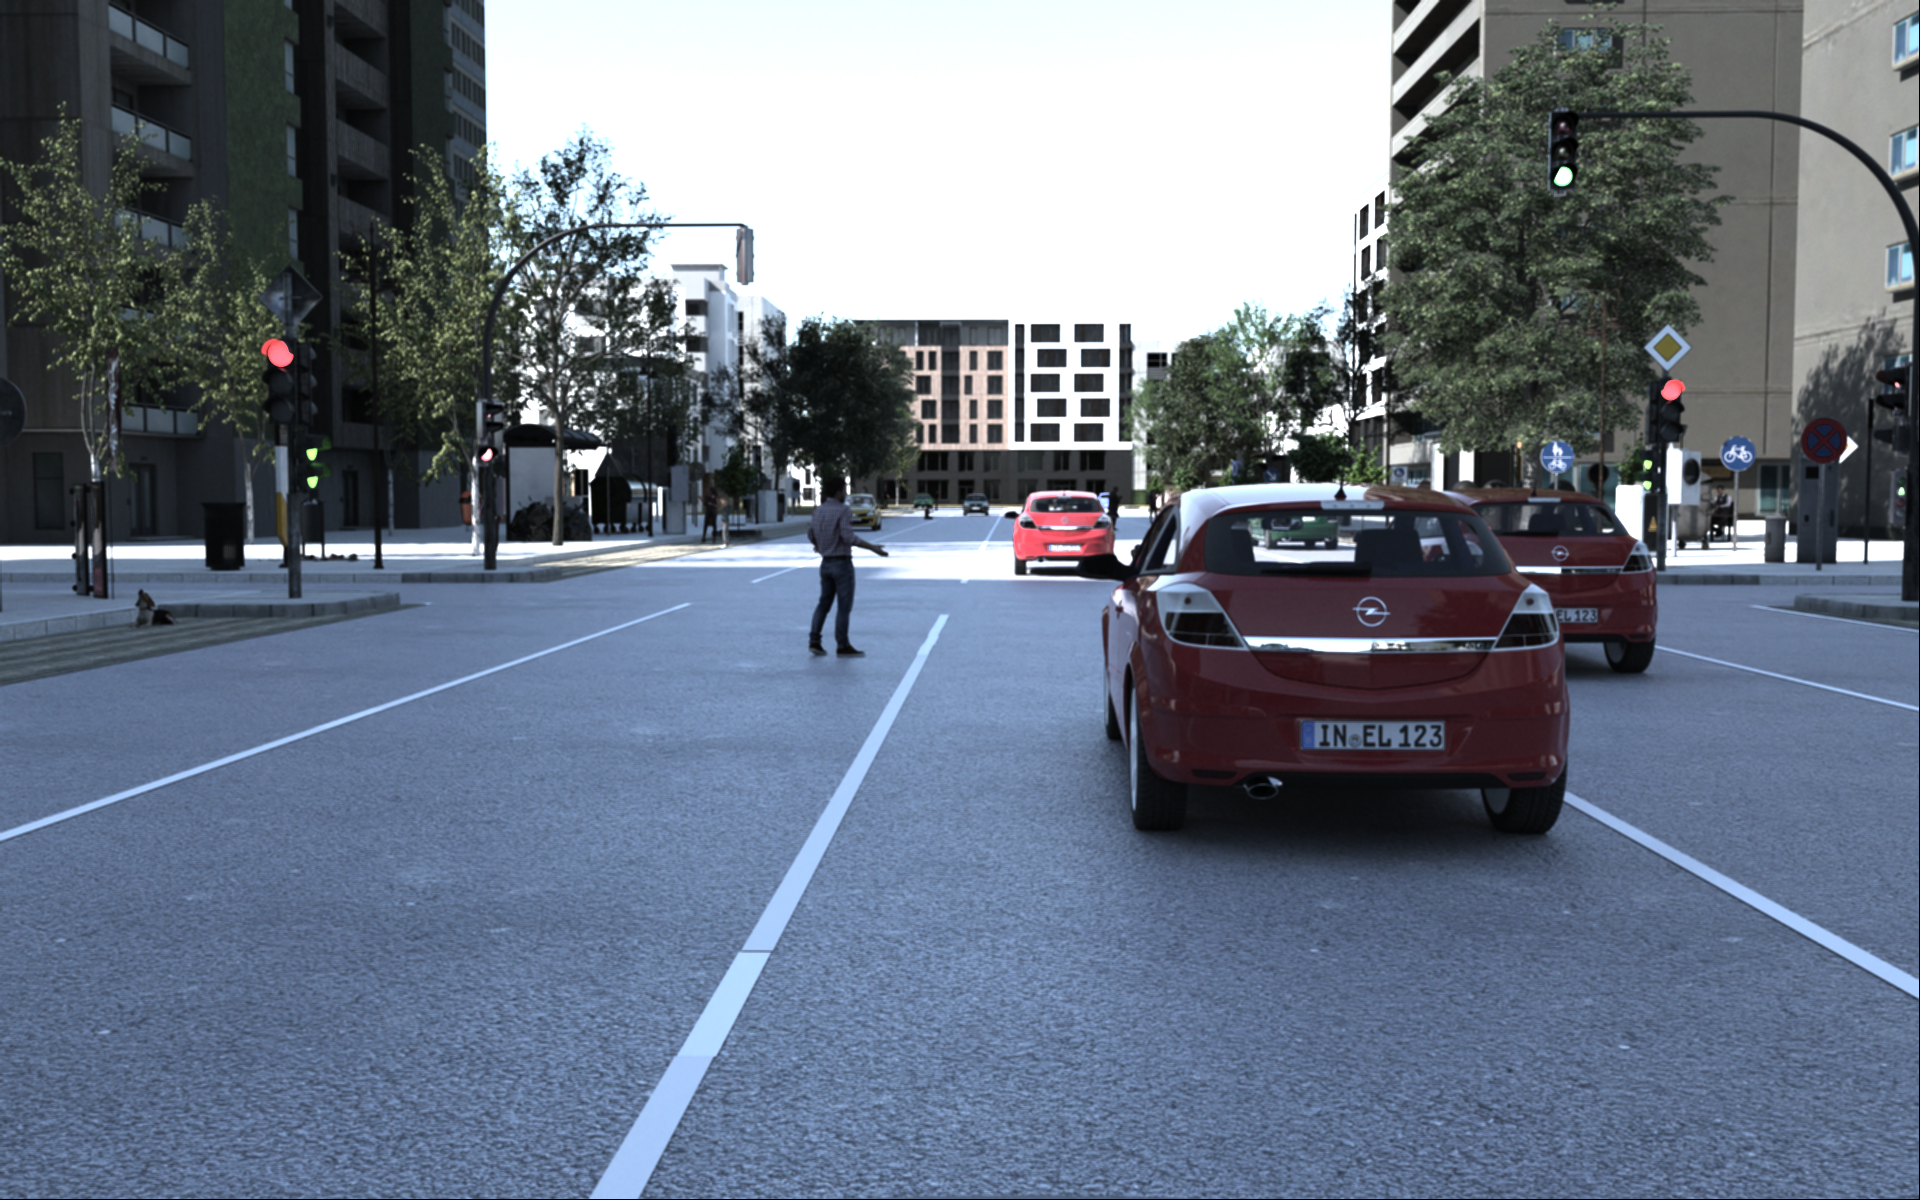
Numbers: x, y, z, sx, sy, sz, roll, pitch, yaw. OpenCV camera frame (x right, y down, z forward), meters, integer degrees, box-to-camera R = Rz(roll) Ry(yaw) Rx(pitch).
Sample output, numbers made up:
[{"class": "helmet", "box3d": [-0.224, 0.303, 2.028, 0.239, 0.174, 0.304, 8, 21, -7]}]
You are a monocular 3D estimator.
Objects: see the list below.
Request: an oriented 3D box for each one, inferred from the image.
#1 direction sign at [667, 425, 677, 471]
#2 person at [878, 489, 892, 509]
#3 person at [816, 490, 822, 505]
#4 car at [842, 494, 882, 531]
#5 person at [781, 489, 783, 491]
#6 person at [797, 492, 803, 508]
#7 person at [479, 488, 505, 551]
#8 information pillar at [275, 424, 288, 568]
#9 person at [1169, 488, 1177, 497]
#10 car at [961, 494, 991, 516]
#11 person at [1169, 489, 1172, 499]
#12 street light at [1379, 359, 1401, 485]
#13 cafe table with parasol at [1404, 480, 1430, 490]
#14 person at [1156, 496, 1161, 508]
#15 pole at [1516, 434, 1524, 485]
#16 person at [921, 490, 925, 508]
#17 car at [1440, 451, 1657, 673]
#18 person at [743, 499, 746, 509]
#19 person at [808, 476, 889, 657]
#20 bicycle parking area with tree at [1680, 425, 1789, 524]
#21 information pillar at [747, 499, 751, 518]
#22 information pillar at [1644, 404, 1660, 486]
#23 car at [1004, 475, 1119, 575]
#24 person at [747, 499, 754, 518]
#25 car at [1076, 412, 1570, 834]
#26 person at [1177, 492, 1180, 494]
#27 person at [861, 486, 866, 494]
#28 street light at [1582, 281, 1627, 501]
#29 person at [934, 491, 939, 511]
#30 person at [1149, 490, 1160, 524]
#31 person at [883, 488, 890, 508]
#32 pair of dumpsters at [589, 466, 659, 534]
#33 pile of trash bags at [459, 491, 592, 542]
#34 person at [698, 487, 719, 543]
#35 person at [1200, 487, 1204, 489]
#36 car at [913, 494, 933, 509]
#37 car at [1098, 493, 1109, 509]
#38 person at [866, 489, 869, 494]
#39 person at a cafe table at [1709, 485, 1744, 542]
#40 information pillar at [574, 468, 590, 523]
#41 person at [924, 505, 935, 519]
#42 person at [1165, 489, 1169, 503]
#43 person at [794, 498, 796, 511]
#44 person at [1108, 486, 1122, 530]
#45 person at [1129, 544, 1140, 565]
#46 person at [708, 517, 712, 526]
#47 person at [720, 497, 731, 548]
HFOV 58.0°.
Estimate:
[{"class": "direction sign", "box3d": [-9.497, -3.984, 57.133, 0.379, 3.537, 0.876, -2, 4, -28]}, {"class": "person", "box3d": [-6.382, -8.652, 148.026, 1.217, 1.766, 0.721, -1, 4, -10]}, {"class": "person", "box3d": [-12.005, -8.856, 150.847, 1.348, 1.824, 0.705, 1, 4, 20]}, {"class": "car", "box3d": [-4.047, -3.566, 68.528, 2.015, 1.641, 3.980, 0, 4, 1]}, {"class": "person", "box3d": [-15.192, -8.613, 147.545, 1.217, 1.739, 0.721, 2, 4, 25]}, {"class": "person", "box3d": [-14.715, -9.296, 158.031, 0.705, 1.824, 1.348, 2, 4, 35]}, {"class": "person", "box3d": [-10.566, -1.841, 38.844, 0.574, 1.496, 0.600, 2, 4, 29]}, {"class": "information pillar", "box3d": [-11.762, -2.371, 30.118, 0.183, 3.616, 0.504, 0, 4, 0]}, {"class": "person", "box3d": [19.743, -9.388, 159.554, 1.348, 1.823, 0.705, -2, 4, -30]}, {"class": "car", "box3d": [1.086, -6.550, 116.874, 2.009, 1.686, 4.222, 0, 4, 1]}, {"class": "person", "box3d": [21.218, -10.318, 174.739, 0.705, 1.824, 1.348, 2, 4, 29]}, {"class": "street light", "box3d": [14.693, -5.296, 59.382, 0.468, 5.910, 1.993, 0, 4, 2]}, {"class": "cafe table with parasol", "box3d": [21.924, -4.719, 82.024, 2.610, 1.966, 2.610, 3, 5, 40]}, {"class": "person", "box3d": [17.897, -9.097, 155.454, 0.551, 1.740, 0.621, -2, 4, -33]}, {"class": "pole", "box3d": [18.496, -3.877, 57.237, 0.158, 3.312, 0.155, 0, 3, 0]}, {"class": "person", "box3d": [-3.839, -10.455, 179.532, 0.705, 1.812, 1.348, 0, 4, 2]}, {"class": "car", "box3d": [4.672, -0.389, 15.401, 2.155, 1.783, 4.494, 0, 4, 2]}, {"class": "person", "box3d": [-18.252, -8.596, 146.592, 0.705, 1.823, 1.348, 2, 4, 34]}, {"class": "person", "box3d": [-1.077, -0.296, 15.305, 0.963, 1.587, 0.435, 3, 5, 39]}, {"class": "bicycle parking area with tree", "box3d": [32.189, -5.108, 70.520, 9.016, 4.147, 8.231, -3, 5, -44]}, {"class": "information pillar", "box3d": [-11.504, -5.519, 94.734, 0.304, 2.012, 0.304, 1, 4, 20]}, {"class": "information pillar", "box3d": [15.583, -2.914, 39.002, 0.183, 3.616, 0.504, -1, 4, -9]}, {"class": "car", "box3d": [1.896, -1.409, 32.075, 2.155, 1.783, 4.494, 0, 4, 2]}, {"class": "person", "box3d": [-11.159, -5.155, 91.803, 0.593, 1.643, 0.415, 0, 4, 1]}, {"class": "car", "box3d": [1.681, 0.014, 8.820, 2.155, 1.783, 4.494, 0, 4, 2]}, {"class": "person", "box3d": [17.406, -7.820, 137.117, 0.599, 1.433, 0.991, 0, 4, -2]}, {"class": "person", "box3d": [-6.854, -7.355, 126.169, 0.599, 1.838, 0.709, -2, 4, -33]}, {"class": "street light", "box3d": [14.015, -3.975, 37.776, 0.468, 5.910, 1.993, 0, 4, 2]}, {"class": "person", "box3d": [-1.877, -8.337, 145.626, 0.721, 1.723, 1.217, 0, 4, 3]}, {"class": "person", "box3d": [9.443, -4.528, 84.005, 0.593, 1.643, 0.415, 1, 4, 19]}, {"class": "person", "box3d": [-6.810, -9.338, 158.736, 0.705, 1.822, 1.348, -2, 4, -26]}, {"class": "pair of dumpsters", "box3d": [-11.221, -3.373, 57.637, 1.574, 2.255, 4.437, 0, 4, 2]}, {"class": "pile of trash bags", "box3d": [-11.798, -2.275, 46.947, 3.447, 1.369, 1.912, -2, 4, -24]}, {"class": "person", "box3d": [-7.296, -2.467, 50.307, 0.593, 1.643, 0.415, -1, 4, -20]}, {"class": "person", "box3d": [19.306, -8.094, 138.015, 1.348, 1.869, 0.705, -2, 4, -27]}, {"class": "car", "box3d": [-3.599, -9.909, 170.803, 1.959, 1.807, 4.718, 0, 4, 0]}, {"class": "car", "box3d": [12.525, -8.477, 148.194, 1.945, 1.707, 3.694, 0, 4, 3]}, {"class": "person", "box3d": [-8.206, -8.951, 153.074, 1.217, 1.739, 0.721, 3, 4, 38]}, {"class": "person at a cafe table", "box3d": [20.476, -2.364, 47.160, 1.622, 1.524, 1.698, -2, 4, -31]}, {"class": "information pillar", "box3d": [-10.877, -2.773, 49.829, 0.304, 2.012, 0.304, 2, 4, 32]}, {"class": "person", "box3d": [-1.741, -5.000, 98.530, 0.655, 0.850, 0.859, 1, 4, 18]}, {"class": "person", "box3d": [20.323, -10.004, 170.268, 0.621, 1.740, 0.551, 1, 4, 11]}, {"class": "person", "box3d": [-12.579, -7.652, 131.865, 0.721, 1.735, 1.217, -1, 4, -16]}, {"class": "person", "box3d": [6.152, -3.638, 68.660, 0.600, 1.739, 0.565, -3, 5, -43]}, {"class": "person", "box3d": [3.192, -0.726, 30.846, 0.357, 0.543, 0.381, 1, 4, 23]}, {"class": "person", "box3d": [-9.958, -3.230, 69.326, 0.381, 0.543, 0.357, 3, 4, 37]}, {"class": "person", "box3d": [-6.259, -2.058, 46.052, 0.340, 1.345, 0.435, -2, 4, -26]}]
